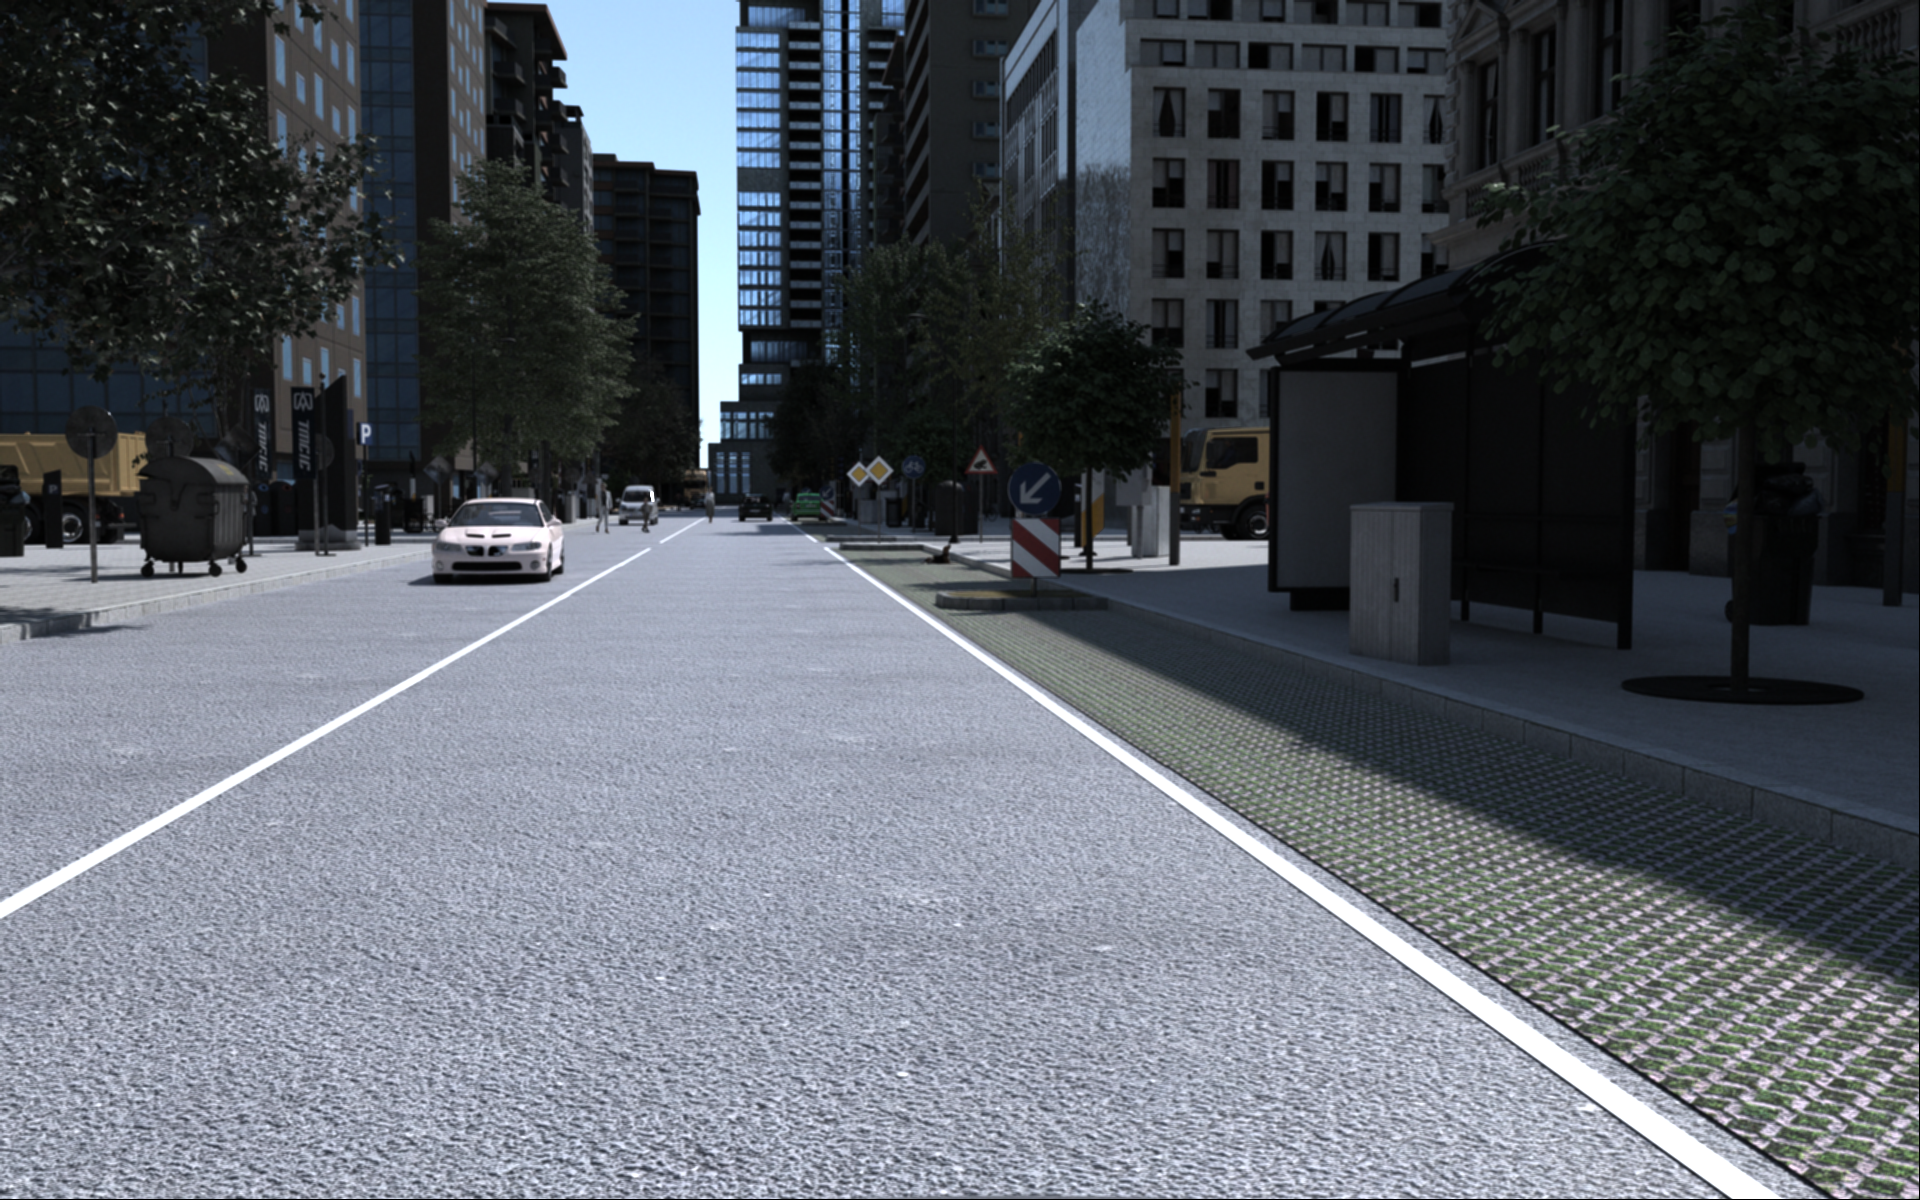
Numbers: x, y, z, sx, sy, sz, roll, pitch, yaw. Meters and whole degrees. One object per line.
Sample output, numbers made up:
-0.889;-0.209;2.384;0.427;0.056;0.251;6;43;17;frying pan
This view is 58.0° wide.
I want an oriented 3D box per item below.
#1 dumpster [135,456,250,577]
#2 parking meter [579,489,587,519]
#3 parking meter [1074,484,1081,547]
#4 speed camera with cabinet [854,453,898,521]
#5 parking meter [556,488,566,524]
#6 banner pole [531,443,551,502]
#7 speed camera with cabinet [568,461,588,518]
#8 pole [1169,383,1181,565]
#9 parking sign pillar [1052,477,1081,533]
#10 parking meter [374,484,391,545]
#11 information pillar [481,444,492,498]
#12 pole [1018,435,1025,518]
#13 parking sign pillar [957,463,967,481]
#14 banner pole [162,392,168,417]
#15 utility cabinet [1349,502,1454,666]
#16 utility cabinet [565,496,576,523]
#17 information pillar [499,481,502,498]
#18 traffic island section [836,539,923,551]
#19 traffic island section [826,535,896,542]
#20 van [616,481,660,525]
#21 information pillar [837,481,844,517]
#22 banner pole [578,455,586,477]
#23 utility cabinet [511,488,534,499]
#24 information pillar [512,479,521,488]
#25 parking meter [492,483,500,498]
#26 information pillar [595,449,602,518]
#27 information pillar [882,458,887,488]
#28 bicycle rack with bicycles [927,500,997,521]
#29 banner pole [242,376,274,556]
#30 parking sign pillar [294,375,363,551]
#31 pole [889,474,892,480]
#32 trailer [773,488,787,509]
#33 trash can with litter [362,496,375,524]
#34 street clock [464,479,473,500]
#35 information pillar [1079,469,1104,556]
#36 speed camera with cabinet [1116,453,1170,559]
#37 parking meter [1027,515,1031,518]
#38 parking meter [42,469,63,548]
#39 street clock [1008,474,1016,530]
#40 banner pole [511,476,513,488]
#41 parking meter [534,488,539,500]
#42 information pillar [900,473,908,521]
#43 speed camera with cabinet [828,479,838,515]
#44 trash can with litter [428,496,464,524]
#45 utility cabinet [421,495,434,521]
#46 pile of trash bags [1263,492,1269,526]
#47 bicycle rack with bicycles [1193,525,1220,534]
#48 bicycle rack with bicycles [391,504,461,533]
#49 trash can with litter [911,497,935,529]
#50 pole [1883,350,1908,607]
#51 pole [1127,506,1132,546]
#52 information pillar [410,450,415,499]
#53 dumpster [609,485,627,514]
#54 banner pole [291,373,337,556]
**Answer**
-12.127;-1.324;27.402;1.264;1.857;1.865;0;4;-7;dumpster
-19.462;-4.956;89.439;0.372;1.533;0.369;0;3;0;parking meter
2.958;-2.051;41.949;0.372;1.533;0.369;0;3;0;parking meter
-4.008;-5.417;82.902;2.038;3.252;0.660;0;4;4;speed camera with cabinet
-17.289;-4.075;75.042;0.372;1.533;0.369;0;3;0;parking meter
-20.651;-5.795;84.762;0.863;3.779;0.401;2;4;27;banner pole
-20.354;-5.982;92.147;0.660;3.252;2.038;-2;4;-26;speed camera with cabinet
3.873;-2.283;31.169;0.158;3.312;0.155;0;3;0;pole
3.755;-4.268;58.254;1.447;3.967;1.447;2;4;34;parking sign pillar
-14.568;-2.157;43.679;0.372;1.533;0.369;0;3;0;parking meter
-21.490;-5.331;78.515;0.504;3.616;0.183;-3;5;-41;information pillar
1.578;-3.077;44.159;0.158;3.312;0.155;0;3;0;pole
-0.268;-6.280;91.143;1.447;3.967;1.447;2;4;30;parking sign pillar
-19.307;-3.190;42.178;0.401;3.779;0.863;-2;4;-32;banner pole
3.391;-0.137;13.401;0.306;1.237;1.020;-1;4;-18;utility cabinet
-17.084;-3.963;75.961;0.306;1.237;1.020;0;4;-2;utility cabinet
-24.885;-5.479;94.074;0.304;2.012;0.304;-1;4;-18;information pillar
-2.076;-1.383;44.896;2.009;0.180;2.903;0;4;-7;traffic island section
-3.048;-1.868;52.822;2.009;0.180;2.903;0;4;-7;traffic island section
-15.042;-4.529;81.059;2.013;2.044;4.112;0;4;-7;van
-6.690;-5.651;96.879;0.304;2.012;0.304;-3;4;-37;information pillar
-23.943;-7.312;109.561;0.401;3.779;0.863;2;4;29;banner pole
-15.462;-3.185;60.746;1.173;1.500;0.318;2;4;28;utility cabinet
-21.355;-4.833;83.515;0.304;2.012;0.304;3;4;37;information pillar
-23.721;-5.060;88.445;0.399;1.863;0.255;-1;4;-11;parking meter
-18.976;-6.092;90.958;0.183;3.616;0.504;-3;5;-44;information pillar
-4.704;-7.079;107.092;0.183;3.616;0.504;-3;5;-39;information pillar
-0.050;-4.162;81.424;2.852;0.926;2.925;-3;5;-40;bicycle rack with bicycles
-14.609;-2.814;36.027;0.401;3.779;0.863;1;4;23;banner pole
-14.485;-3.126;39.585;1.447;3.967;1.447;1;4;18;parking sign pillar
-3.697;-5.977;91.571;0.158;3.312;0.155;0;3;0;pole
-17.691;-10.030;171.032;1.471;1.999;3.904;-1;4;-8;trailer
-25.402;-3.936;75.417;1.678;1.210;2.233;0;4;-4;trash can with litter
-23.656;-4.823;83.425;0.471;2.002;0.358;3;5;42;street clock
2.751;-2.733;36.044;0.504;3.616;0.183;-1;4;-15;information pillar
3.710;-2.484;34.955;0.660;3.252;2.038;1;4;23;speed camera with cabinet
2.409;-3.217;58.313;0.255;1.863;0.399;1;4;12;parking meter
-21.464;-2.156;40.958;0.399;1.863;0.255;-2;4;-34;parking meter
1.895;-3.514;62.019;0.358;2.002;0.471;-1;4;-13;street clock
-22.398;-5.883;86.205;0.401;3.779;0.863;-2;4;-35;banner pole
-19.254;-4.285;78.478;0.372;1.533;0.369;0;3;0;parking meter
-2.649;-5.501;81.294;0.183;3.616;0.504;3;4;36;information pillar
-7.644;-6.769;105.001;0.660;3.252;2.038;0;4;1;speed camera with cabinet
-22.202;-3.923;75.197;2.233;1.210;1.678;-1;4;-14;trash can with litter
-24.997;-4.289;81.283;0.306;1.237;1.020;0;4;0;utility cabinet
8.939;-2.058;43.409;3.447;1.369;1.912;-3;4;-36;pile of trash bags
8.837;-2.631;56.393;2.925;0.926;2.852;-2;4;-27;bicycle rack with bicycles
-17.902;-2.802;59.191;2.852;0.926;2.925;1;4;23;bicycle rack with bicycles
-1.287;-3.246;64.458;1.055;1.170;0.624;1;4;12;trash can with litter
10.673;-1.583;19.723;0.158;3.312;0.155;0;3;0;pole
4.265;-3.003;42.947;0.158;3.312;0.155;0;3;0;pole
-28.951;-6.130;91.586;0.183;3.616;0.504;-3;4;-38;information pillar
-25.017;-7.492;124.995;1.502;2.255;1.985;0;4;-7;dumpster
-13.366;-2.798;35.762;0.863;3.779;0.401;-2;4;-34;banner pole
